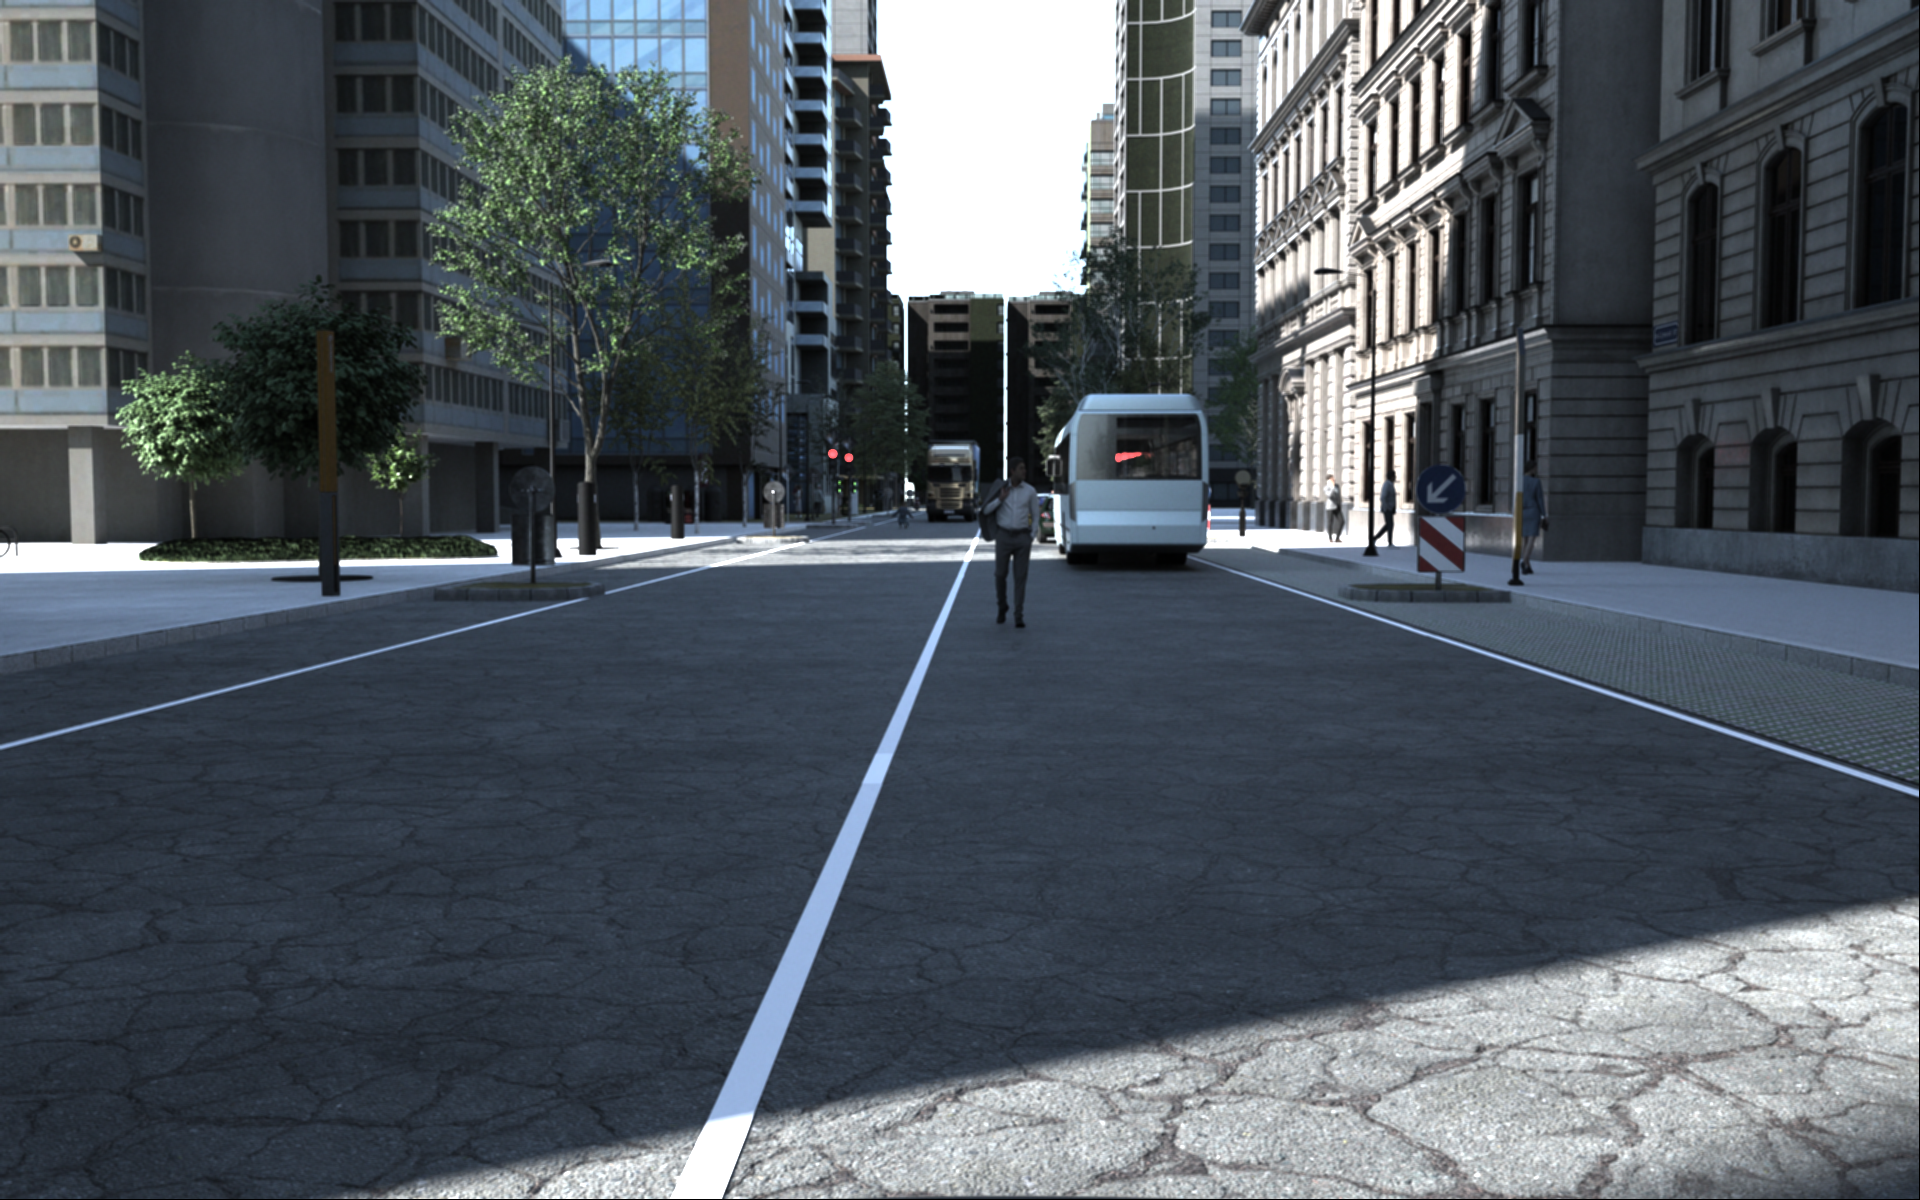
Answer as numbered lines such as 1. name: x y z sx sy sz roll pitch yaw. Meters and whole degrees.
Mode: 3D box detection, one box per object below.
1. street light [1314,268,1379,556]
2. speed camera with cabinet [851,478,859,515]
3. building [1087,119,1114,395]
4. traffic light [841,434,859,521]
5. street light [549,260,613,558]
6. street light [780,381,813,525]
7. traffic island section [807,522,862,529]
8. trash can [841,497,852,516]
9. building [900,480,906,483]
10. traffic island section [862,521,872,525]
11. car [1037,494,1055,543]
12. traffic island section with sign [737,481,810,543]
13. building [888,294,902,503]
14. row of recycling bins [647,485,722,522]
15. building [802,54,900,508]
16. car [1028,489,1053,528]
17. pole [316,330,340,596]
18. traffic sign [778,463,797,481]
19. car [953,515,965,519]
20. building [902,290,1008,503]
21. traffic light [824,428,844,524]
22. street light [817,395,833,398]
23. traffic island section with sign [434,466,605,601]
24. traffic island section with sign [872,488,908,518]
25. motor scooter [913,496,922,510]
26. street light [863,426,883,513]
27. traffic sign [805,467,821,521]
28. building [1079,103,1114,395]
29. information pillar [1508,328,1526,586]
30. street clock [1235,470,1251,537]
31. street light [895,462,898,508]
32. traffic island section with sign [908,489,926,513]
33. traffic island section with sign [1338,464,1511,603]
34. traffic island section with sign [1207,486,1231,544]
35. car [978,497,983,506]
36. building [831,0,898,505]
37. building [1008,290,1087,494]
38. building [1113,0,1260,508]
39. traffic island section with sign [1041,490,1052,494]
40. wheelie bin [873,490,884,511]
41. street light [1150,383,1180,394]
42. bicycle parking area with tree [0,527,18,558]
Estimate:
1. street light: 7.980 -3.867 35.766 1.470 5.913 1.316 0 4 1
2. speed camera with cabinet: -6.484 -6.802 105.547 0.660 3.252 2.038 0 4 -2
3. building: 21.029 -31.095 191.991 14.154 41.232 14.086 0 4 1
4. traffic light: -5.174 -5.652 81.332 0.839 4.253 0.868 0 4 1
5. street light: -7.602 -3.794 34.579 1.470 5.913 1.316 0 4 1
6. street light: -6.821 -6.025 71.052 1.470 5.913 1.316 0 4 1
7. traffic island section: -5.377 -3.132 73.485 2.009 0.180 2.903 0 4 1
8. trash can: -6.649 -5.477 101.203 0.748 1.137 0.748 0 3 0
9. building: -21.836 -34.544 219.414 28.867 44.769 22.147 0 4 1
10. traffic island section: -5.214 -3.620 81.468 2.009 0.180 2.903 0 4 1
11. car: 3.165 -2.561 51.663 2.009 1.686 4.222 0 4 1
12. traffic island section with sign: -5.498 -2.609 51.293 1.989 1.847 2.006 0 4 1
13. building: -15.116 -29.221 249.471 14.107 30.474 14.160 0 4 1
14. row of recycling bins: -12.886 -4.518 80.979 3.534 1.692 1.069 0 4 1
15. building: -18.082 -31.565 170.711 22.147 44.769 28.867 0 4 1
16. car: 3.189 -3.351 65.010 2.015 1.641 3.980 0 4 2
17. pole: -7.927 -1.706 21.730 0.158 3.312 0.155 0 3 0
18. traffic sign: -7.337 -4.520 73.640 0.795 2.593 0.064 0 4 4
19. car: -0.322 -5.485 101.688 2.014 1.417 4.499 0 4 3
20. building: -0.519 -29.177 248.748 14.107 30.474 14.160 0 4 1
21. traffic light: -5.337 -5.164 73.349 0.839 4.253 0.868 0 4 1
22. street light: -6.650 -6.666 81.534 1.470 5.913 1.316 0 4 1
23. traffic island section with sign: -6.062 -0.952 24.188 1.989 1.847 2.006 0 4 1
24. traffic island section with sign: -4.375 -5.998 106.703 1.989 1.847 2.006 0 4 1
25. motor scooter: -3.443 -7.697 138.623 0.815 1.314 1.986 0 4 -1
26. street light: -5.941 -8.888 117.857 1.470 5.913 1.316 0 4 1
27. traffic sign: -6.992 -5.036 82.451 0.768 2.556 0.104 0 4 8
28. building: 26.213 -36.365 214.174 23.786 49.044 30.456 0 4 1
29. information pillar: 7.826 -2.012 24.256 0.183 3.616 0.504 1 4 13
30. street clock: 8.479 -2.898 51.955 0.471 2.002 0.358 0 4 6
31. street light: -5.133 -11.113 154.231 1.470 5.913 1.316 0 4 1
32. traffic island section with sign: -3.807 -7.661 133.886 1.989 1.847 2.006 0 4 1
33. traffic island section with sign: 6.259 -0.919 23.652 1.989 1.847 2.006 0 4 1
34. traffic island section with sign: 6.803 -2.571 50.657 1.989 1.847 2.006 0 4 1
35. car: 1.779 -12.386 212.726 2.015 1.641 3.980 0 4 0
36. building: -17.533 -46.259 194.591 20.563 71.187 20.611 0 4 1
37. building: 13.601 -29.207 249.228 14.107 30.474 14.160 0 4 1
38. building: 24.136 -44.962 173.376 20.563 71.187 20.611 0 4 1
39. traffic island section with sign: 10.076 -12.370 210.879 1.989 1.847 2.006 0 4 1
40. wheelie bin: -6.071 -7.516 130.787 0.980 1.594 0.693 -1 4 -18
41. street light: 8.622 -6.117 72.553 1.470 5.913 1.316 0 4 1
42. bicycle parking area with tree: -21.591 -2.712 31.348 9.016 4.147 8.231 0 4 -2
